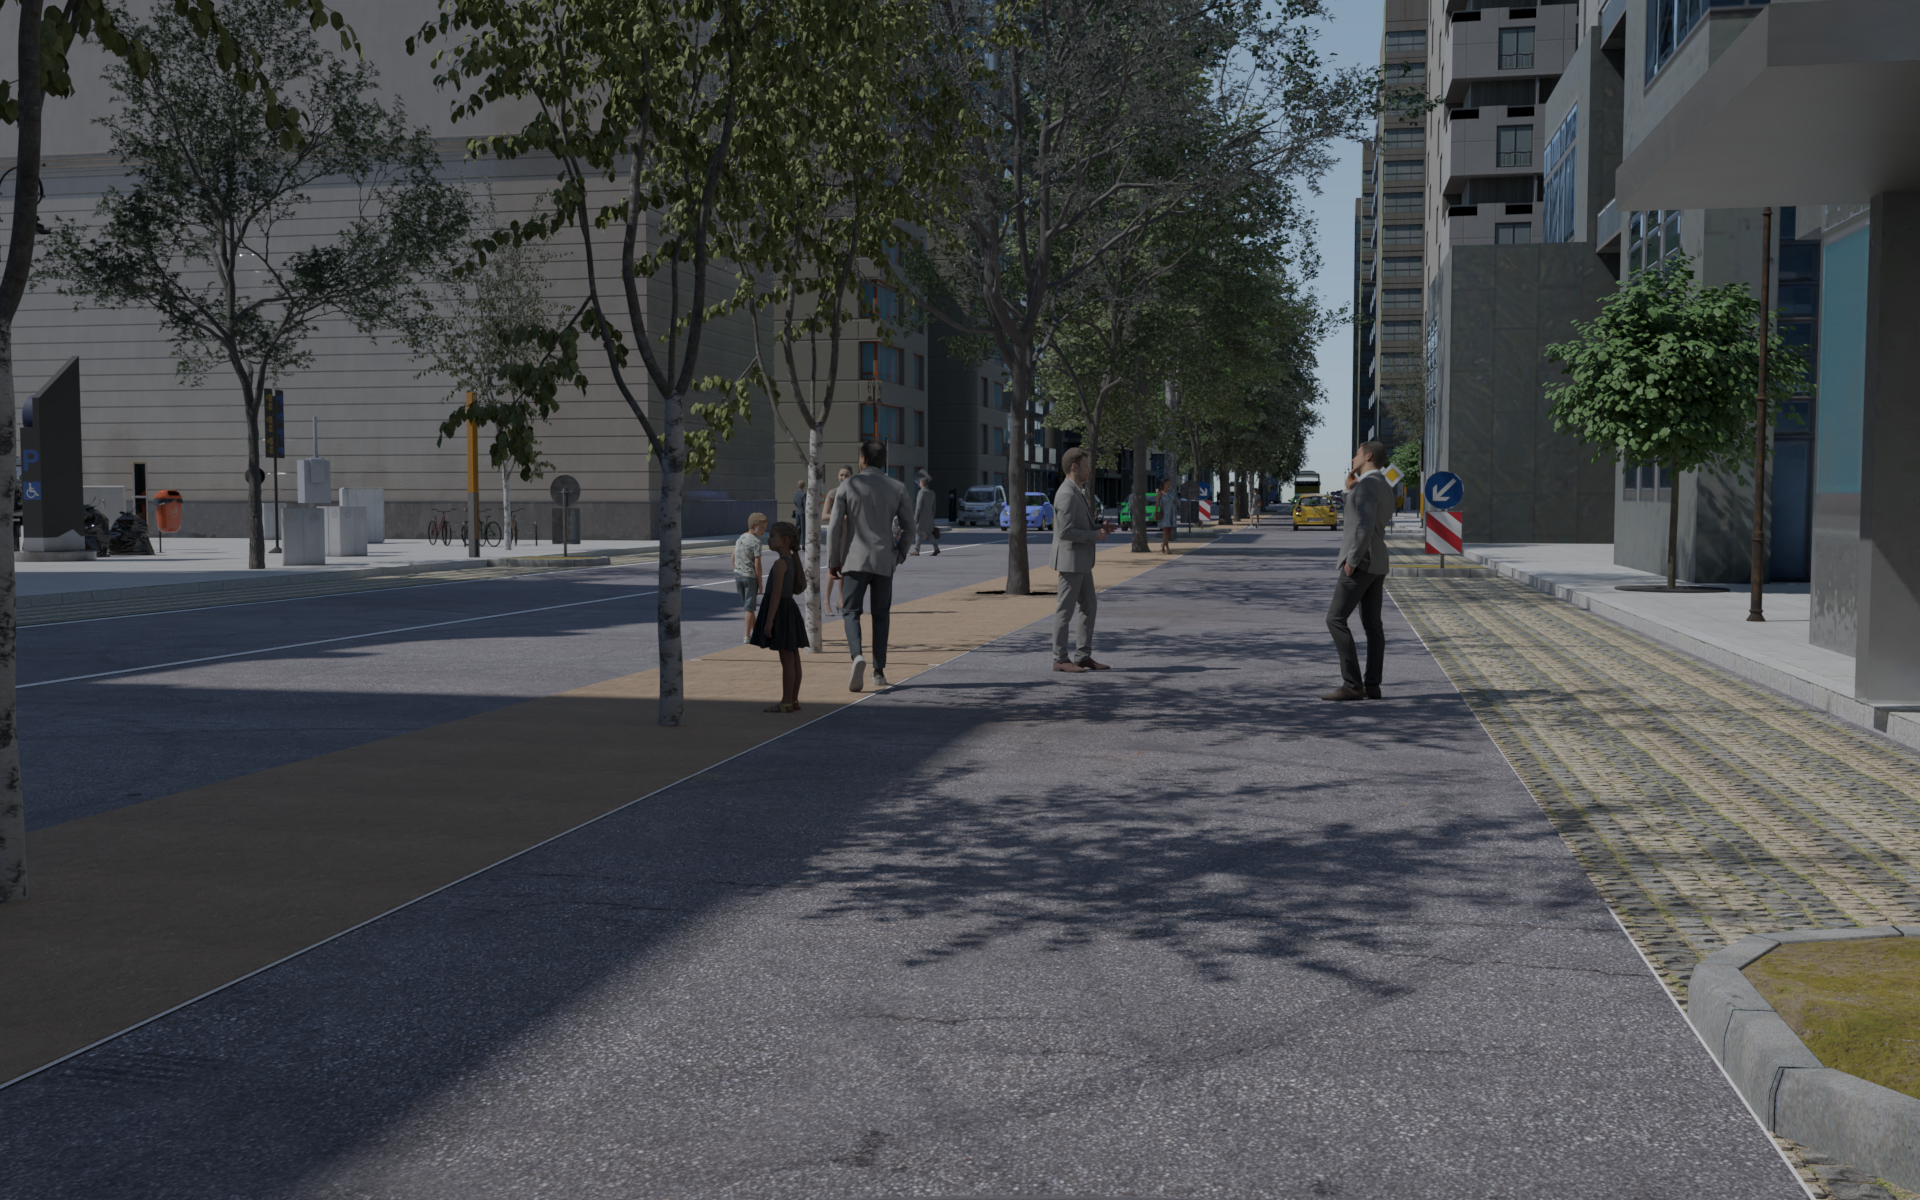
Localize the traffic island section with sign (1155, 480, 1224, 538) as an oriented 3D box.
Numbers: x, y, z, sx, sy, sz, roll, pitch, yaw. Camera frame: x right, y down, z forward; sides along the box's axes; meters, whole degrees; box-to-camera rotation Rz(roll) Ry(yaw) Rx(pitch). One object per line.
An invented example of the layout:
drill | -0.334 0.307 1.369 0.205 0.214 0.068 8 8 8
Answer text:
traffic island section with sign | 7.516 -2.988 56.992 2.006 1.907 1.989 1 4 12

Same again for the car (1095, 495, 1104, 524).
car | 5.723 -4.263 81.494 2.131 1.459 4.920 1 4 10

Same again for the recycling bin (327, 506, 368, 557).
recycling bin | -12.754 -1.420 35.764 0.722 1.027 0.722 2 4 27

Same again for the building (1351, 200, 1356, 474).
building | 61.461 -33.992 239.369 14.154 41.232 14.086 1 4 12

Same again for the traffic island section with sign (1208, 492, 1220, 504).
traffic island section with sign | 35.532 -14.493 245.593 1.989 1.847 2.006 1 4 12

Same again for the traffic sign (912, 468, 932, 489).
traffic sign | -1.459 -3.856 66.695 0.795 2.450 0.064 1 4 12

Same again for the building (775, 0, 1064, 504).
building | -5.206 -30.926 125.249 23.786 49.044 30.456 1 4 12

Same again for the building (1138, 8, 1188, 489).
building | 20.929 -56.653 238.948 22.319 86.520 31.000 1 4 12

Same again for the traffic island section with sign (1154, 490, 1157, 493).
traffic island section with sign | 18.710 -9.522 164.320 1.989 1.847 2.006 1 4 12

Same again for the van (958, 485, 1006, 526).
van | 1.018 -4.325 77.724 2.013 2.044 4.112 1 4 11

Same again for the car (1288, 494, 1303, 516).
car | 22.909 -6.337 115.402 2.131 1.459 4.920 1 4 11

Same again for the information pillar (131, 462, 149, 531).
information pillar | -18.823 -2.158 39.773 0.304 2.012 0.304 -2 4 -29

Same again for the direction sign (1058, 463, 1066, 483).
direction sign | 7.674 -8.287 127.489 0.876 3.537 0.379 0 4 -7

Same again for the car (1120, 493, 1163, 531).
car | 7.381 -3.616 67.922 1.959 1.807 4.718 1 4 13

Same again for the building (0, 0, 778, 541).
building | -19.199 -15.756 54.873 25.104 27.353 12.463 1 4 12

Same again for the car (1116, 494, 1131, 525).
car | 8.381 -4.195 80.385 2.131 1.459 4.920 1 4 11

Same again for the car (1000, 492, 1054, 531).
car | 2.654 -3.576 68.067 1.945 1.707 3.694 1 4 12

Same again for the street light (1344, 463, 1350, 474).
street light | 57.064 -17.224 254.400 0.468 5.910 1.993 1 4 12

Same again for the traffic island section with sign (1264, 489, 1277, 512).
traffic island section with sign | 24.247 -7.932 137.831 2.006 1.907 1.989 1 4 12

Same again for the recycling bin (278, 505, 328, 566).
recycling bin | -11.887 -1.149 31.344 0.722 1.027 0.722 -1 4 -22

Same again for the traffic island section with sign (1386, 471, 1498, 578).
traffic island section with sign | 8.335 -1.335 30.451 1.989 1.847 2.006 1 4 12

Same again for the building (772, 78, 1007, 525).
building | -13.812 -14.797 86.970 27.650 21.520 28.899 1 4 12

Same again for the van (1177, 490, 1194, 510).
van | 20.523 -9.277 158.692 2.013 2.044 4.112 1 4 11

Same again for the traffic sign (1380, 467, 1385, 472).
traffic sign | 15.425 -3.642 63.193 0.795 2.450 0.064 1 4 12

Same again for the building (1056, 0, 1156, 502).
building | 9.937 -45.355 179.798 20.563 71.187 20.611 1 4 12

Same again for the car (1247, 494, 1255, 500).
car | 34.788 -11.923 204.723 2.009 1.686 4.222 1 4 10

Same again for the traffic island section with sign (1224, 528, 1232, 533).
traffic island section with sign | 9.027 -3.432 64.245 2.006 1.907 1.989 1 4 12

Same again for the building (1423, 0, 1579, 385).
building | 43.018 -31.564 105.315 28.713 52.752 27.495 1 4 12

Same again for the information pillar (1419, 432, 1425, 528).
information pillar | 17.290 -4.484 64.672 0.183 3.616 0.504 1 4 22

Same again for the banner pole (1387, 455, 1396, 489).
banner pole | 27.710 -7.423 111.375 0.401 3.779 0.863 -3 5 -43

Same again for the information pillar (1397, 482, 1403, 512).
information pillar | 30.826 -7.964 121.566 0.504 3.616 0.183 3 4 38

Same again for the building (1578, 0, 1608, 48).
building | 40.187 -32.115 67.073 28.212 58.520 21.231 1 4 12

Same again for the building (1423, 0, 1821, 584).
building | 22.643 -44.209 35.494 22.319 86.520 31.000 1 4 12

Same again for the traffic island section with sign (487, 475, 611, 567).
traffic island section with sign | -8.119 -1.594 34.683 1.989 1.847 2.006 1 4 12

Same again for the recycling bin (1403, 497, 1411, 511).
recycling bin | 34.582 -7.483 134.897 0.722 1.027 0.722 -2 4 -28

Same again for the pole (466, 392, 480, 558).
pole | -9.808 -2.510 34.880 0.158 3.312 0.155 0 3 0

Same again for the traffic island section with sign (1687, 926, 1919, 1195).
traffic island section with sign | 2.871 0.280 4.053 1.989 1.847 2.006 1 4 12

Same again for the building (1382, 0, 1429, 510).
building | 41.895 -28.116 143.290 14.154 41.232 14.086 1 4 12

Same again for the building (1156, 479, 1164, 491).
building | 8.147 -31.324 204.032 32.217 40.220 23.993 1 4 12

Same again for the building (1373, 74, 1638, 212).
building | 54.116 -34.214 179.014 23.786 49.044 30.456 1 4 12

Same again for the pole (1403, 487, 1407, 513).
pole | 29.504 -7.397 114.777 0.158 3.312 0.155 0 3 0

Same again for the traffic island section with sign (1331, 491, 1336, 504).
traffic island section with sign | 25.231 -6.327 112.080 1.989 1.847 2.006 1 4 12

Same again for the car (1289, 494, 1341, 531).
car | 14.081 -3.577 68.710 2.015 1.641 3.980 1 4 11

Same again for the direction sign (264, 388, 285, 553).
direction sign | -14.822 -2.783 37.507 0.379 3.537 0.876 0 4 3

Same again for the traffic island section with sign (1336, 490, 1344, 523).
traffic island section with sign | 19.646 -4.678 85.111 1.989 1.847 2.006 1 4 12

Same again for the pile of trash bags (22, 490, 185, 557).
pile of trash bags | -17.768 -1.630 36.405 1.912 1.369 3.447 1 4 22

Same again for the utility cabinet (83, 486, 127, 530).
utility cabinet | -22.996 -2.306 46.390 1.173 1.500 0.318 -1 4 -9

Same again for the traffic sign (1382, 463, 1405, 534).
traffic sign | 13.806 -3.164 55.373 0.795 2.450 0.064 1 4 12

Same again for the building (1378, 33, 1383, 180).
building | 45.268 -31.044 157.676 14.600 45.320 14.200 1 4 12

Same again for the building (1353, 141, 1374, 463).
building | 53.771 -31.708 202.022 14.154 41.232 14.086 1 4 12

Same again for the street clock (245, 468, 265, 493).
street clock | -19.101 -2.594 46.974 0.358 2.002 0.471 3 5 43

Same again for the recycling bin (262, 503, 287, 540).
recycling bin | -19.420 -2.208 48.656 0.722 1.027 0.722 2 4 35

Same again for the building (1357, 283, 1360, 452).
building | 58.974 -27.756 225.510 14.160 30.474 14.107 1 4 12

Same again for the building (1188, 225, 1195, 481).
building | 28.799 -37.443 262.300 14.600 45.320 14.200 1 4 12

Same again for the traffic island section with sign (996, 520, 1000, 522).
traffic island section with sign | 2.906 -4.855 88.000 1.989 1.847 2.006 1 4 12

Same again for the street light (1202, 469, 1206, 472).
street light | 36.824 -17.655 261.449 0.468 5.910 1.993 1 4 12

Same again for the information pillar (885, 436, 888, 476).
information pillar | -2.984 -4.820 70.163 0.183 3.616 0.504 0 4 4

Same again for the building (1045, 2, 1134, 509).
building | 4.221 -30.690 156.412 22.147 44.769 28.867 1 4 12

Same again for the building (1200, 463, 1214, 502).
building | 35.226 -37.088 289.975 14.154 41.232 14.086 1 4 12
